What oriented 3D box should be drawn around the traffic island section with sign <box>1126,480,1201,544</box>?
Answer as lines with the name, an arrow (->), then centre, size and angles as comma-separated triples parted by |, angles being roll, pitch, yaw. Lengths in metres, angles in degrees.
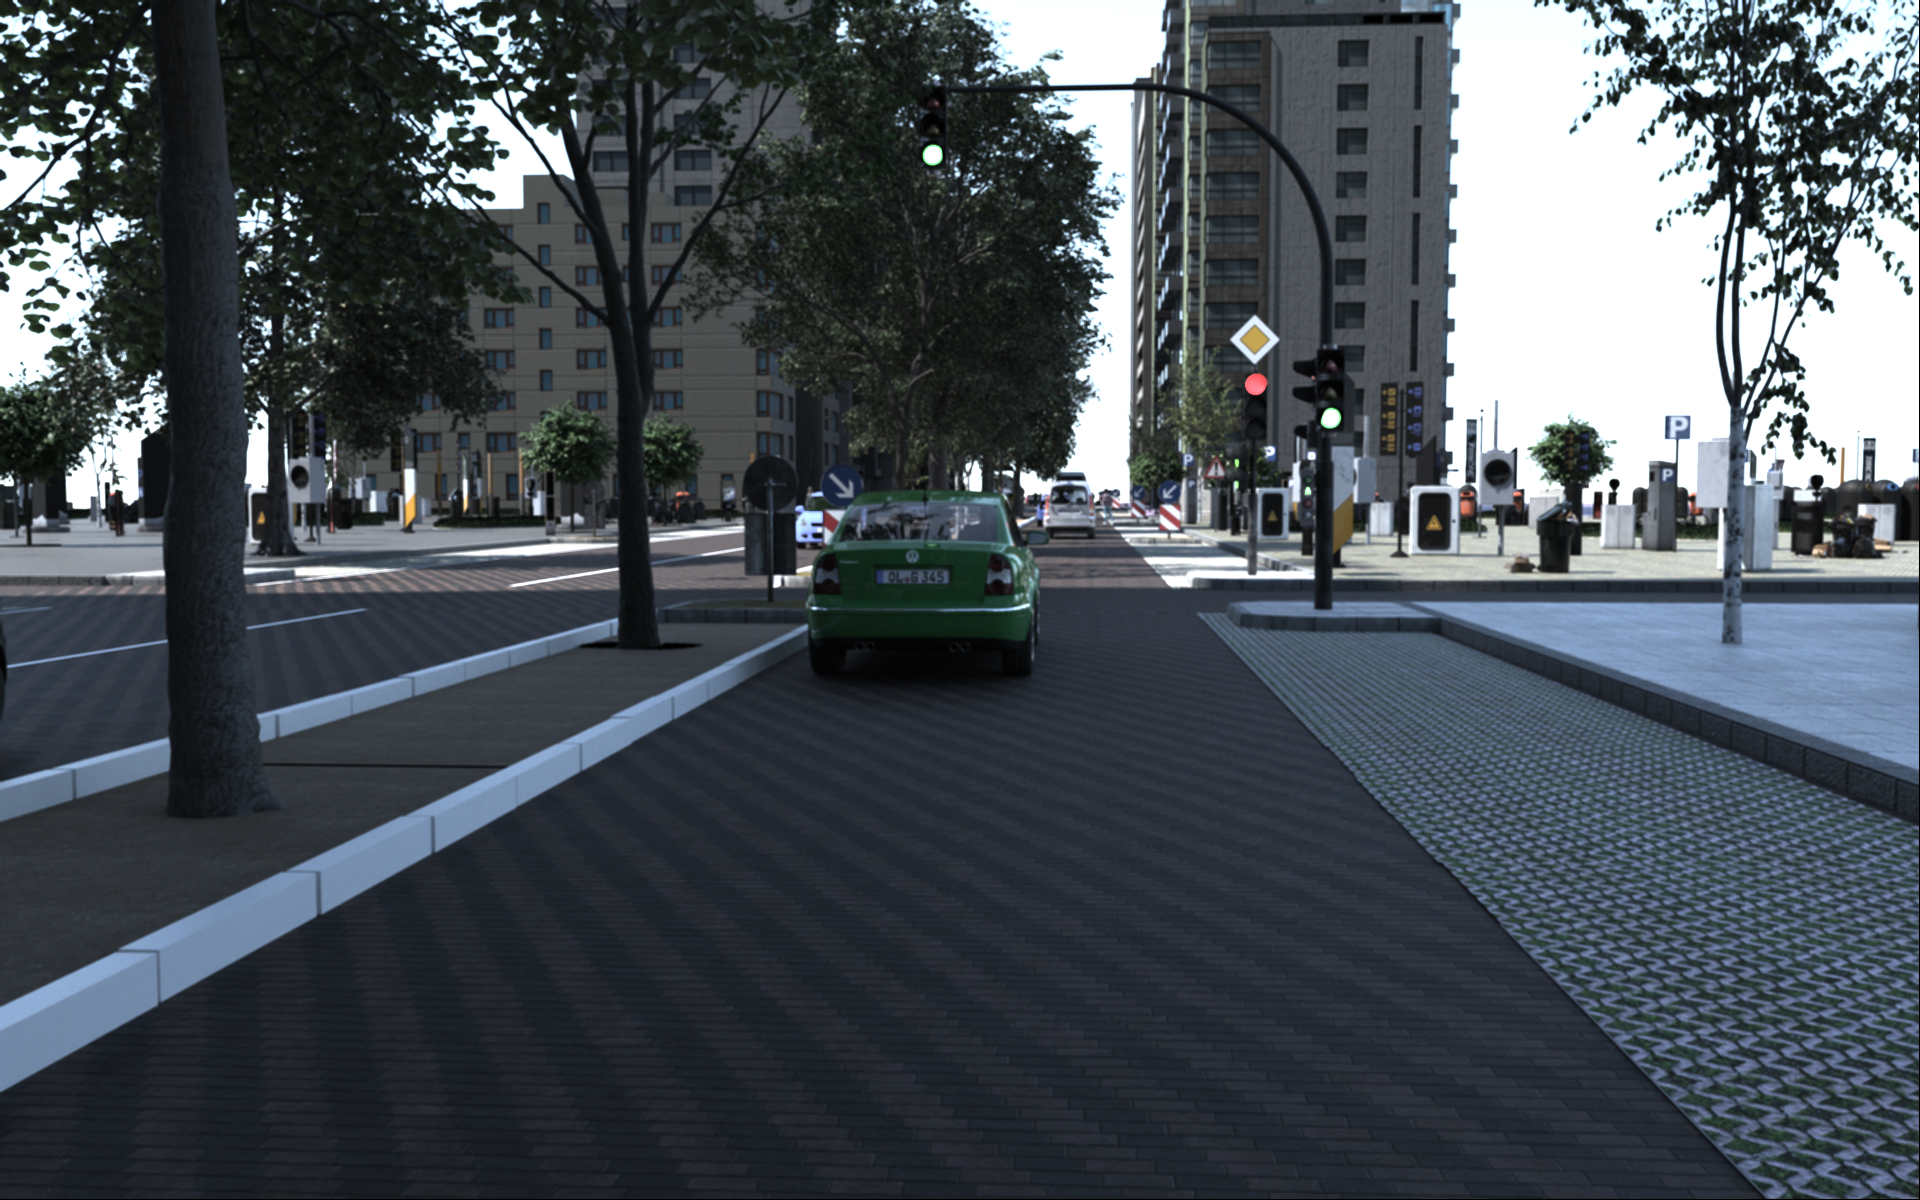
traffic island section with sign -> 5.906, -2.530, 49.997 | 1.989, 1.847, 2.006 | 0, 4, 4

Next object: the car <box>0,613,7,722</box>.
car -> -6.323, 0.100, 8.149 | 2.009, 1.686, 4.222 | 0, 4, 3

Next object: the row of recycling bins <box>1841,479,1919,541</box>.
row of recycling bins -> 25.770, -2.472, 47.525 | 3.534, 1.692, 1.069 | 0, 4, -6

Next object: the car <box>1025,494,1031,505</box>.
car -> 9.956, -14.080, 239.240 | 2.155, 1.783, 4.494 | 0, 4, 4

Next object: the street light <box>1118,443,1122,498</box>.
street light -> 15.114, -11.176, 155.272 | 1.470, 5.913, 1.316 | 0, 4, 4

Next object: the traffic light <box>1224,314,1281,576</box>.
traffic light -> 4.588, -2.341, 27.199 | 0.839, 4.253, 0.868 | 0, 4, 4

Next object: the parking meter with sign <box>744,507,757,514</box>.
parking meter with sign -> -11.642, -6.335, 99.839 | 1.738, 3.016, 0.543 | 1, 4, 18

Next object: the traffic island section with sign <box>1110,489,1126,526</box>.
traffic island section with sign -> 7.783, -4.175, 76.887 | 1.989, 1.847, 2.006 | 0, 4, 4

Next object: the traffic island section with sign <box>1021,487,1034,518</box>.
traffic island section with sign -> 3.490, -5.764, 102.373 | 2.006, 1.907, 1.989 | 0, 4, 4

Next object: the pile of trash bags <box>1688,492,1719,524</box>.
pile of trash bags -> 28.574, -3.331, 64.214 | 1.912, 1.369, 3.447 | -2, 4, -34

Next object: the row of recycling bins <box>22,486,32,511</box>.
row of recycling bins -> -48.774, -5.089, 90.310 | 1.069, 1.692, 3.534 | 0, 4, -1

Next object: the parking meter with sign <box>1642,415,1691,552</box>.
parking meter with sign -> 15.835, -2.615, 39.013 | 0.543, 3.016, 1.738 | 0, 4, 3

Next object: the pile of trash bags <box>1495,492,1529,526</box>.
pile of trash bags -> 23.042, -3.769, 71.383 | 1.912, 1.369, 3.447 | 1, 4, 13

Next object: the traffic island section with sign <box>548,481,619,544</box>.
traffic island section with sign -> -10.773, -2.565, 50.570 | 1.989, 1.847, 2.006 | 0, 4, 4

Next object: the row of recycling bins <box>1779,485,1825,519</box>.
row of recycling bins -> 45.390, -5.166, 91.573 | 3.534, 1.692, 1.069 | -1, 4, -11

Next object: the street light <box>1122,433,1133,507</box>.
street light -> 13.363, -9.765, 132.205 | 1.470, 5.913, 1.316 | 0, 4, 4

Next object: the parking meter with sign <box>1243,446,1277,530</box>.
parking meter with sign -> 10.684, -4.010, 61.831 | 0.543, 3.016, 1.738 | 3, 4, 36

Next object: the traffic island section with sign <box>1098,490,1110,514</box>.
traffic island section with sign -> 11.285, -7.207, 126.461 | 1.989, 1.847, 2.006 | 0, 4, 4

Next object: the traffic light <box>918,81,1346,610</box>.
traffic light -> 1.935, -2.726, 19.238 | 4.771, 5.953, 1.251 | 0, 4, 4

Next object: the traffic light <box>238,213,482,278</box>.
traffic light -> -10.189, -3.277, 28.254 | 4.771, 5.953, 1.251 | 0, 4, 4

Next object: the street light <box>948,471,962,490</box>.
street light -> -0.850, -14.590, 211.080 | 1.470, 5.913, 1.316 | 0, 4, 4

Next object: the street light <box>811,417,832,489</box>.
street light -> -8.406, -8.085, 104.730 | 1.470, 5.913, 1.316 | 0, 4, 4

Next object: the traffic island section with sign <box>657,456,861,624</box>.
traffic island section with sign -> -2.305, -0.727, 20.030 | 2.006, 1.907, 1.989 | 0, 4, 4

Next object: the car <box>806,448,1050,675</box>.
car -> -0.208, -0.386, 15.115 | 1.959, 1.807, 4.718 | 0, 4, 4

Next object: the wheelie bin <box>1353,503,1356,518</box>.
wheelie bin -> 18.080, -4.467, 80.939 | 0.980, 1.594, 0.693 | -1, 4, -12

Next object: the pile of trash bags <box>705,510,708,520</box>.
pile of trash bags -> -13.668, -4.705, 86.676 | 1.912, 1.369, 3.447 | -1, 4, -12

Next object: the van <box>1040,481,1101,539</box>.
van -> 3.602, -3.031, 56.569 | 2.013, 2.044, 4.112 | 0, 4, 5

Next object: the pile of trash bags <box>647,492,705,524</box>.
pile of trash bags -> -12.499, -4.066, 76.239 | 1.912, 1.369, 3.447 | 0, 4, -2

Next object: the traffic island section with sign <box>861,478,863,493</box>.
traffic island section with sign -> -1.776, -1.179, 27.419 | 2.006, 1.907, 1.989 | 0, 4, 4

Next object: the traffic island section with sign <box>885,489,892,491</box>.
traffic island section with sign -> -5.304, -7.312, 128.185 | 1.989, 1.847, 2.006 | 0, 4, 4

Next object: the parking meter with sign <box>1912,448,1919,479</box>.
parking meter with sign -> 36.597, -4.203, 64.986 | 0.543, 3.016, 1.738 | -1, 4, -15

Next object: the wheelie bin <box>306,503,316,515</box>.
wheelie bin -> -29.045, -4.251, 77.414 | 0.980, 1.594, 0.693 | -1, 4, -22

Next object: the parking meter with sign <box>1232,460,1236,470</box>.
parking meter with sign -> 11.516, -4.359, 67.531 | 1.738, 3.016, 0.543 | 1, 4, 16

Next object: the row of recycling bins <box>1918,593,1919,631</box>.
row of recycling bins -> 10.080, -0.586, 16.696 | 1.069, 1.692, 3.534 | 3, 5, 43

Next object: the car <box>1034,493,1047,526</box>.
car -> 4.322, -4.192, 78.134 | 1.945, 1.707, 3.694 | 0, 4, 2

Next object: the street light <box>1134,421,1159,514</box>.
street light -> 11.887, -8.373, 109.443 | 1.470, 5.913, 1.316 | 0, 4, 4

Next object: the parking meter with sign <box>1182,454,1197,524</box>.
parking meter with sign -> 9.820, -4.747, 73.871 | 0.543, 3.016, 1.738 | 0, 4, 0

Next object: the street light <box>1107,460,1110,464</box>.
street light -> 19.389, -14.855, 215.417 | 1.470, 5.913, 1.316 | 0, 4, 4

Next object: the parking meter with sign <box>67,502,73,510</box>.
parking meter with sign -> -50.602, -6.163, 97.031 | 1.738, 3.016, 0.543 | 0, 4, 6

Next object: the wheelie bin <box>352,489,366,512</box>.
wheelie bin -> -34.923, -5.651, 100.298 | 0.693, 1.594, 0.980 | 3, 4, 39

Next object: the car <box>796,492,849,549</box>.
car -> -3.367, -2.246, 46.315 | 1.945, 1.707, 3.694 | 0, 4, 3

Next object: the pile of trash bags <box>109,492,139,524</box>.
pile of trash bags -> -36.227, -4.054, 76.034 | 1.912, 1.369, 3.447 | 0, 4, 4

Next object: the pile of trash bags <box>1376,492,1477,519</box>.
pile of trash bags -> 17.779, -3.402, 65.381 | 3.447, 1.369, 1.912 | 2, 4, 34

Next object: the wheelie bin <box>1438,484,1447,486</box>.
wheelie bin -> 15.334, -2.882, 55.025 | 0.693, 1.594, 0.980 | 3, 4, 38

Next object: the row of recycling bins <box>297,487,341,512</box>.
row of recycling bins -> -36.689, -5.591, 98.522 | 3.534, 1.692, 1.069 | 2, 4, 24

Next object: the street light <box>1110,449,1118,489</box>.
street light -> 17.636, -13.418, 191.931 | 1.470, 5.913, 1.316 | 0, 4, 4

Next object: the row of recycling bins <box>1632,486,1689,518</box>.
row of recycling bins -> 37.806, -5.289, 93.595 | 1.069, 1.692, 3.534 | -2, 4, -27

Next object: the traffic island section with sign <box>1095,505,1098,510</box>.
traffic island section with sign -> 13.223, -8.893, 154.032 | 1.989, 1.847, 2.006 | 0, 4, 4

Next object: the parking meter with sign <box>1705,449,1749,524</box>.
parking meter with sign -> 29.422, -4.298, 66.527 | 1.738, 3.016, 0.543 | -2, 4, -24

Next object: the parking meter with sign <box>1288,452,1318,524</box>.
parking meter with sign -> 13.790, -4.564, 70.890 | 1.738, 3.016, 0.543 | -2, 4, -31

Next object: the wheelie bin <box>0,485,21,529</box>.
wheelie bin -> -34.878, -3.387, 63.287 | 0.693, 1.594, 0.980 | 2, 4, 26

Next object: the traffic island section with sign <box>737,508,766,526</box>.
traffic island section with sign -> -8.858, -4.229, 77.780 | 1.989, 1.847, 2.006 | 0, 4, 4

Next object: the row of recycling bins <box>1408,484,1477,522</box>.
row of recycling bins -> 20.192, -4.005, 72.601 | 1.069, 1.692, 3.534 | -2, 4, -32

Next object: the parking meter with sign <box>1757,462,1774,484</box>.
parking meter with sign -> 43.939, -6.071, 95.518 | 1.738, 3.016, 0.543 | -1, 4, -17

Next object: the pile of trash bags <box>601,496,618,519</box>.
pile of trash bags -> -17.405, -4.923, 90.248 | 1.912, 1.369, 3.447 | 2, 4, 27

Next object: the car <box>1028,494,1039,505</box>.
car -> 9.901, -13.122, 226.341 | 2.131, 1.459, 4.920 | 0, 4, 3

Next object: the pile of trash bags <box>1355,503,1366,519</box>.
pile of trash bags -> 19.699, -4.551, 84.160 | 1.912, 1.369, 3.447 | 0, 4, -5

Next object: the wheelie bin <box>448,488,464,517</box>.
wheelie bin -> -25.683, -4.920, 88.350 | 0.693, 1.594, 0.980 | -2, 4, -30

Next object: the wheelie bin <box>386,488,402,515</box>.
wheelie bin -> -29.623, -5.067, 90.746 | 0.980, 1.594, 0.693 | 2, 4, 31
